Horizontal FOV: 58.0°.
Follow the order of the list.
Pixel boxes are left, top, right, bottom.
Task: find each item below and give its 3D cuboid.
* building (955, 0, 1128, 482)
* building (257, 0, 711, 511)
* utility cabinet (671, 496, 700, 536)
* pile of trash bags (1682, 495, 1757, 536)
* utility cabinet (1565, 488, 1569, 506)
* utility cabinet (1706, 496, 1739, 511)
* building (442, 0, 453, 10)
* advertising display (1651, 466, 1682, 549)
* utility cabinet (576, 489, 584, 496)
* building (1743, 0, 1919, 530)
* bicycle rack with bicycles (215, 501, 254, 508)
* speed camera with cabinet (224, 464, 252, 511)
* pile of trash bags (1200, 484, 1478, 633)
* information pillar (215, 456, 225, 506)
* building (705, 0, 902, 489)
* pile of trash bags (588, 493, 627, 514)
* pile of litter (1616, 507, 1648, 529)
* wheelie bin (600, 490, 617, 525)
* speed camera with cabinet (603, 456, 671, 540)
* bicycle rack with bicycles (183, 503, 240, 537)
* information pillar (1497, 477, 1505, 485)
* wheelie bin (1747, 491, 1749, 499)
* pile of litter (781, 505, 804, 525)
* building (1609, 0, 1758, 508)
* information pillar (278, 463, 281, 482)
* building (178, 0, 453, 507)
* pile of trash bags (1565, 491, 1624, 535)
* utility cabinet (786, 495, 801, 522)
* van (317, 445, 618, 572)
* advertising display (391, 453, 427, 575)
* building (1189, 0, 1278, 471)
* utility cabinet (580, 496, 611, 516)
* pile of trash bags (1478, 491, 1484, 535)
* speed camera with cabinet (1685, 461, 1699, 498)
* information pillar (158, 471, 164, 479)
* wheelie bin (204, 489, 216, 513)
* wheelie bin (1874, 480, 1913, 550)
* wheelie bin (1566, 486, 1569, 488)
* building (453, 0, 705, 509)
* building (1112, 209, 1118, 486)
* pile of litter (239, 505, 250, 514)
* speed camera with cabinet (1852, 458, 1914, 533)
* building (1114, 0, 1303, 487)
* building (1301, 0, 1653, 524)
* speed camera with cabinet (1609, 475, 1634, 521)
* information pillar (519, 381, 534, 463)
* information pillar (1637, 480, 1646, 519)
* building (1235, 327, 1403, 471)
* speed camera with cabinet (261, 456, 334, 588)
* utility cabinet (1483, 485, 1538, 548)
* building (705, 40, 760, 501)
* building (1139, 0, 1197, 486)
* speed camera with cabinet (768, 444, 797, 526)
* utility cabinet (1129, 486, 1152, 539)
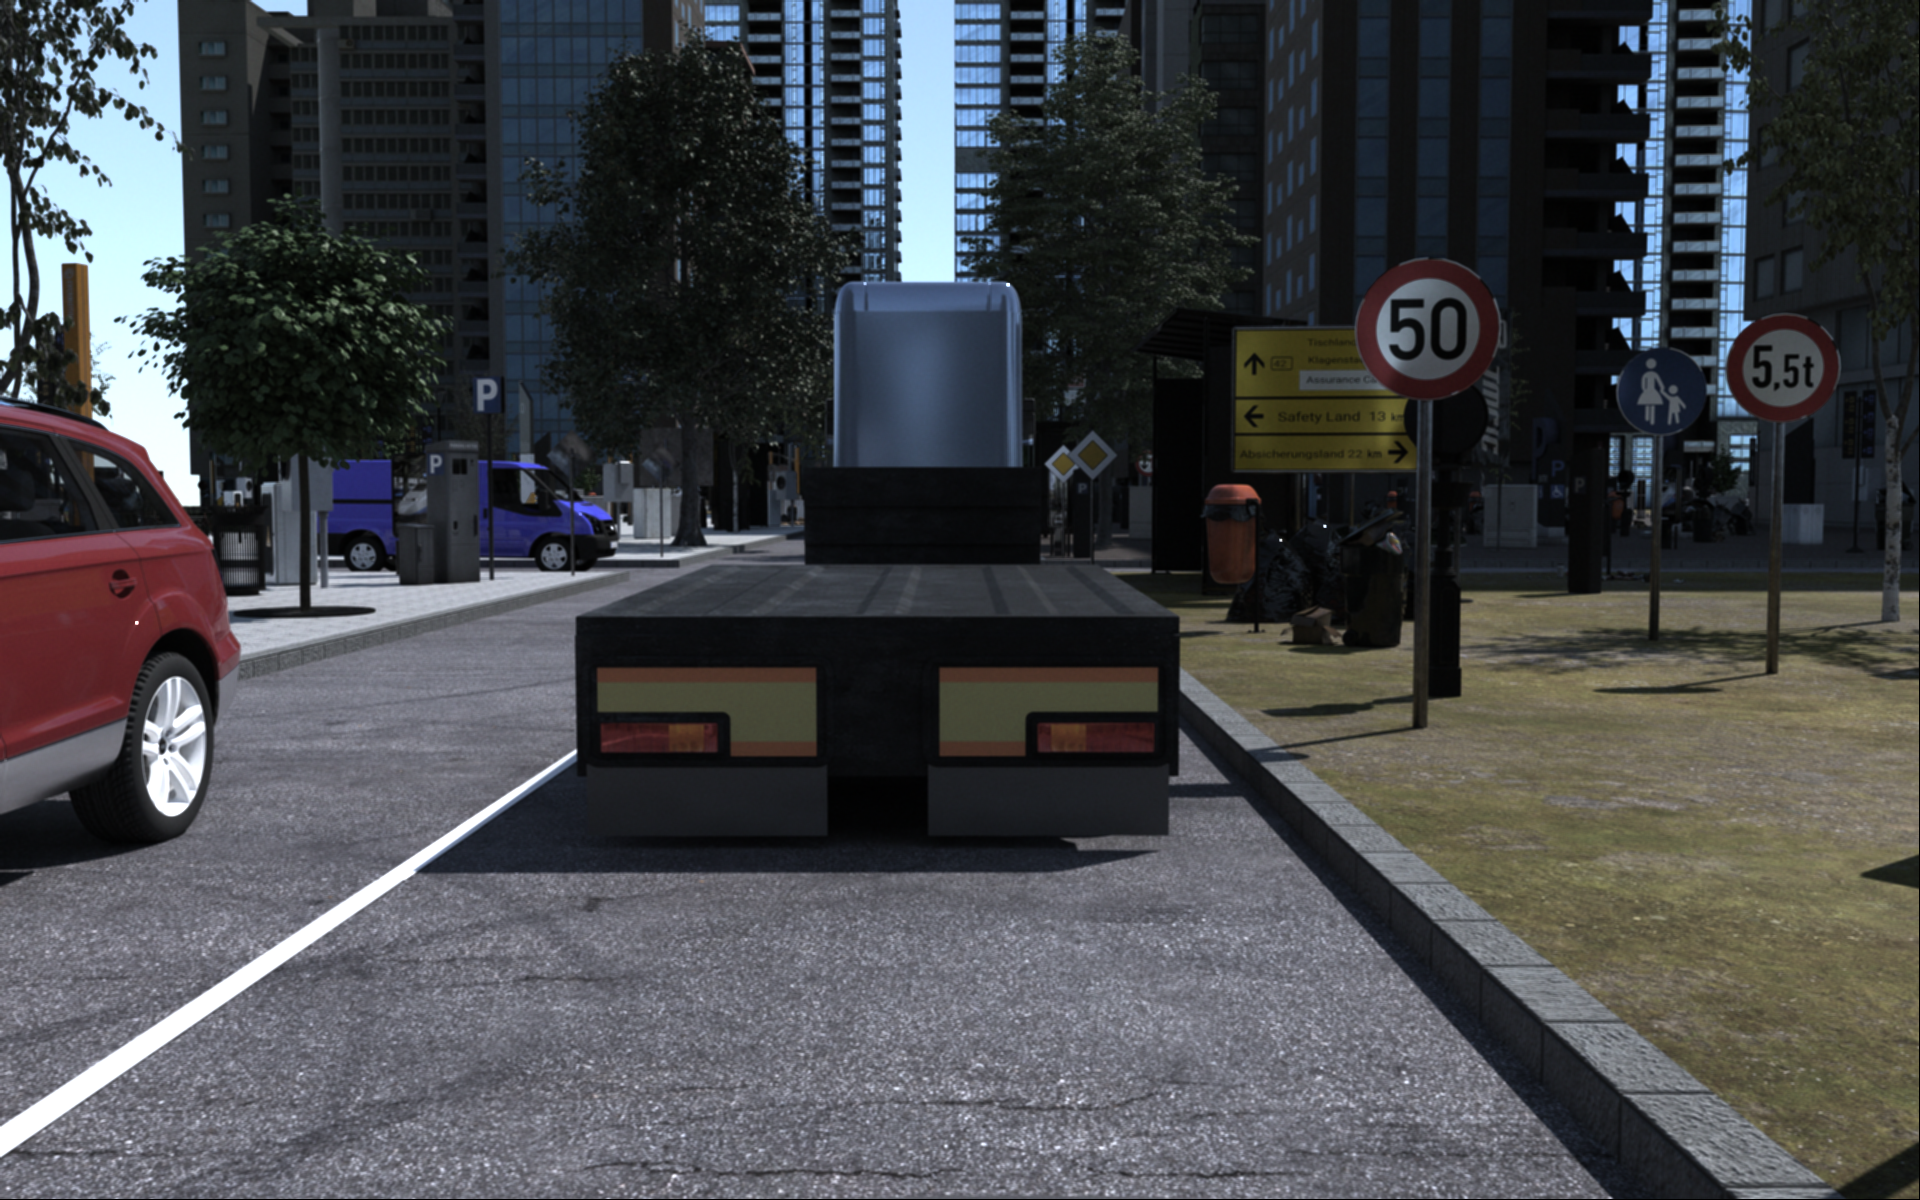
[{"bbox_3d":[11.021,-55.127,214.002,31.000,86.520,22.319,0,4,0],"label":"building"},{"bbox_3d":[-34.760,-27.239,137.238,32.217,40.220,23.993,0,4,0],"label":"building"},{"bbox_3d":[-8.445,-2.540,52.699,1.020,1.237,0.306,-2,4,-27],"label":"utility cabinet"},{"bbox_3d":[23.564,-2.764,54.938,1.912,1.369,3.447,-1,4,-15],"label":"pile of trash bags"},{"bbox_3d":[20.402,-3.096,59.304,1.173,1.500,0.318,0,4,-6],"label":"utility cabinet"},{"bbox_3d":[26.417,-2.981,59.903,1.020,1.237,0.306,-1,4,-18],"label":"utility cabinet"},{"bbox_3d":[-65.824,-55.169,214.681,31.000,86.520,22.319,0,4,0],"label":"building"},{"bbox_3d":[16.495,-2.157,40.488,0.123,1.923,0.974,-1,4,-12],"label":"advertising display"},{"bbox_3d":[-17.653,-4.329,79.465,0.318,1.500,1.173,-3,4,-39],"label":"utility cabinet"},{"bbox_3d":[46.300,-28.755,59.386,27.495,52.752,28.713,0,4,0],"label":"building"},{"bbox_3d":[-38.935,-4.768,91.338,2.925,0.926,2.852,0,4,-3],"label":"bicycle rack with bicycles"},{"bbox_3d":[-39.207,-6.098,94.040,0.660,3.252,2.038,0,4,6],"label":"speed camera with cabinet"},{"bbox_3d":[3.484,-0.459,17.250,1.912,1.369,3.447,3,5,40],"label":"pile of trash bags"},{"bbox_3d":[-44.448,-6.893,104.055,0.504,3.616,0.183,-2,4,-29],"label":"information pillar"},{"bbox_3d":[-20.295,-55.166,214.633,31.000,86.520,22.319,0,4,0],"label":"building"},{"bbox_3d":[-22.033,-6.056,108.773,1.912,1.369,3.447,2,4,35],"label":"pile of trash bags"},{"bbox_3d":[25.167,-3.103,64.692,1.719,0.858,1.176,-2,4,-35],"label":"pile of litter"},{"bbox_3d":[-14.675,-3.970,72.818,0.693,1.594,0.980,3,5,42],"label":"wheelie bin"},{"bbox_3d":[-9.213,-3.370,49.431,0.660,3.252,2.038,3,5,40],"label":"speed camera with cabinet"},{"bbox_3d":[-23.642,-2.364,52.026,2.852,0.926,2.925,3,5,43],"label":"bicycle rack with bicycles"},{"bbox_3d":[22.764,-4.187,72.956,0.304,2.012,0.304,1,4,20],"label":"information pillar"},{"bbox_3d":[46.693,-5.753,101.966,0.693,1.594,0.980,1,4,16],"label":"wheelie bin"},{"bbox_3d":[-6.813,-3.524,71.585,1.719,0.858,1.176,-1,4,-12],"label":"pile of litter"},{"bbox_3d":[62.847,-51.929,161.709,31.000,86.520,22.319,0,4,0],"label":"building"},{"bbox_3d":[-14.485,-2.812,37.324,0.504,3.616,0.183,1,4,23],"label":"information pillar"},{"bbox_3d":[-58.456,-33.061,164.245,21.600,48.544,21.300,0,4,0],"label":"building"},{"bbox_3d":[19.812,-2.799,55.509,3.447,1.369,1.912,-1,4,-17],"label":"pile of trash bags"},{"bbox_3d":[-7.934,-4.272,81.012,1.020,1.237,0.306,0,4,1],"label":"utility cabinet"},{"bbox_3d":[-8.845,-1.646,31.288,5.245,2.365,2.240,0,4,2],"label":"van"},{"bbox_3d":[-8.480,-1.355,27.371,0.974,1.923,0.123,0,4,4],"label":"advertising display"},{"bbox_3d":[20.359,-20.262,102.992,14.160,30.474,14.107,0,4,0],"label":"building"},{"bbox_3d":[-10.973,-2.488,51.841,1.020,1.237,0.306,1,4,14],"label":"utility cabinet"},{"bbox_3d":[16.423,-2.831,56.042,1.912,1.369,3.447,2,4,25],"label":"pile of trash bags"},{"bbox_3d":[42.658,-6.592,102.115,2.038,3.252,0.660,-1,4,-18],"label":"speed camera with cabinet"},{"bbox_3d":[-25.194,-3.057,54.480,0.304,2.012,0.304,-2,4,-26],"label":"information pillar"},{"bbox_3d":[-46.078,-6.015,106.247,0.693,1.594,0.980,-1,4,-12],"label":"wheelie bin"},{"bbox_3d":[21.373,-1.939,39.617,0.693,1.594,0.980,0,4,-4],"label":"wheelie bin"},{"bbox_3d":[24.318,-3.740,69.064,0.980,1.594,0.693,-2,4,-35],"label":"wheelie bin"},{"bbox_3d":[-25.214,-28.614,117.948,14.600,45.320,14.200,0,4,0],"label":"building"},{"bbox_3d":[21.640,-24.223,167.740,14.160,30.474,14.107,0,4,0],"label":"building"},{"bbox_3d":[-28.945,-3.389,69.369,1.176,0.858,1.719,0,4,-1],"label":"pile of litter"},{"bbox_3d":[30.439,-3.840,57.116,0.660,3.252,2.038,-1,4,-16],"label":"speed camera with cabinet"},{"bbox_3d":[21.235,-30.768,153.161,14.600,45.320,14.200,0,4,0],"label":"building"},{"bbox_3d":[22.305,-26.319,80.422,14.600,45.320,14.200,0,4,0],"label":"building"},{"bbox_3d":[31.013,-5.352,81.840,0.660,3.252,2.038,-1,4,-14],"label":"speed camera with cabinet"},{"bbox_3d":[-8.989,-2.728,35.959,0.183,3.616,0.504,-3,5,-41],"label":"information pillar"},{"bbox_3d":[35.184,-5.196,89.448,0.304,2.012,0.304,-1,4,-20],"label":"information pillar"},{"bbox_3d":[41.752,-36.506,216.479,30.456,49.044,23.786,0,4,0],"label":"building"},{"bbox_3d":[-9.285,-1.826,24.187,0.660,3.252,2.038,-2,4,-32],"label":"speed camera with cabinet"},{"bbox_3d":[13.040,-1.979,41.042,1.173,1.500,0.318,3,4,36],"label":"utility cabinet"},{"bbox_3d":[-32.479,-31.145,163.837,28.867,44.769,22.147,0,4,0],"label":"building"},{"bbox_3d":[24.277,-36.041,131.262,21.231,58.520,28.212,0,4,0],"label":"building"},{"bbox_3d":[-7.332,-4.565,68.973,0.660,3.252,2.038,-3,5,-43],"label":"speed camera with cabinet"},{"bbox_3d":[5.351,-2.456,48.837,1.173,1.500,0.318,3,4,36],"label":"utility cabinet"}]
